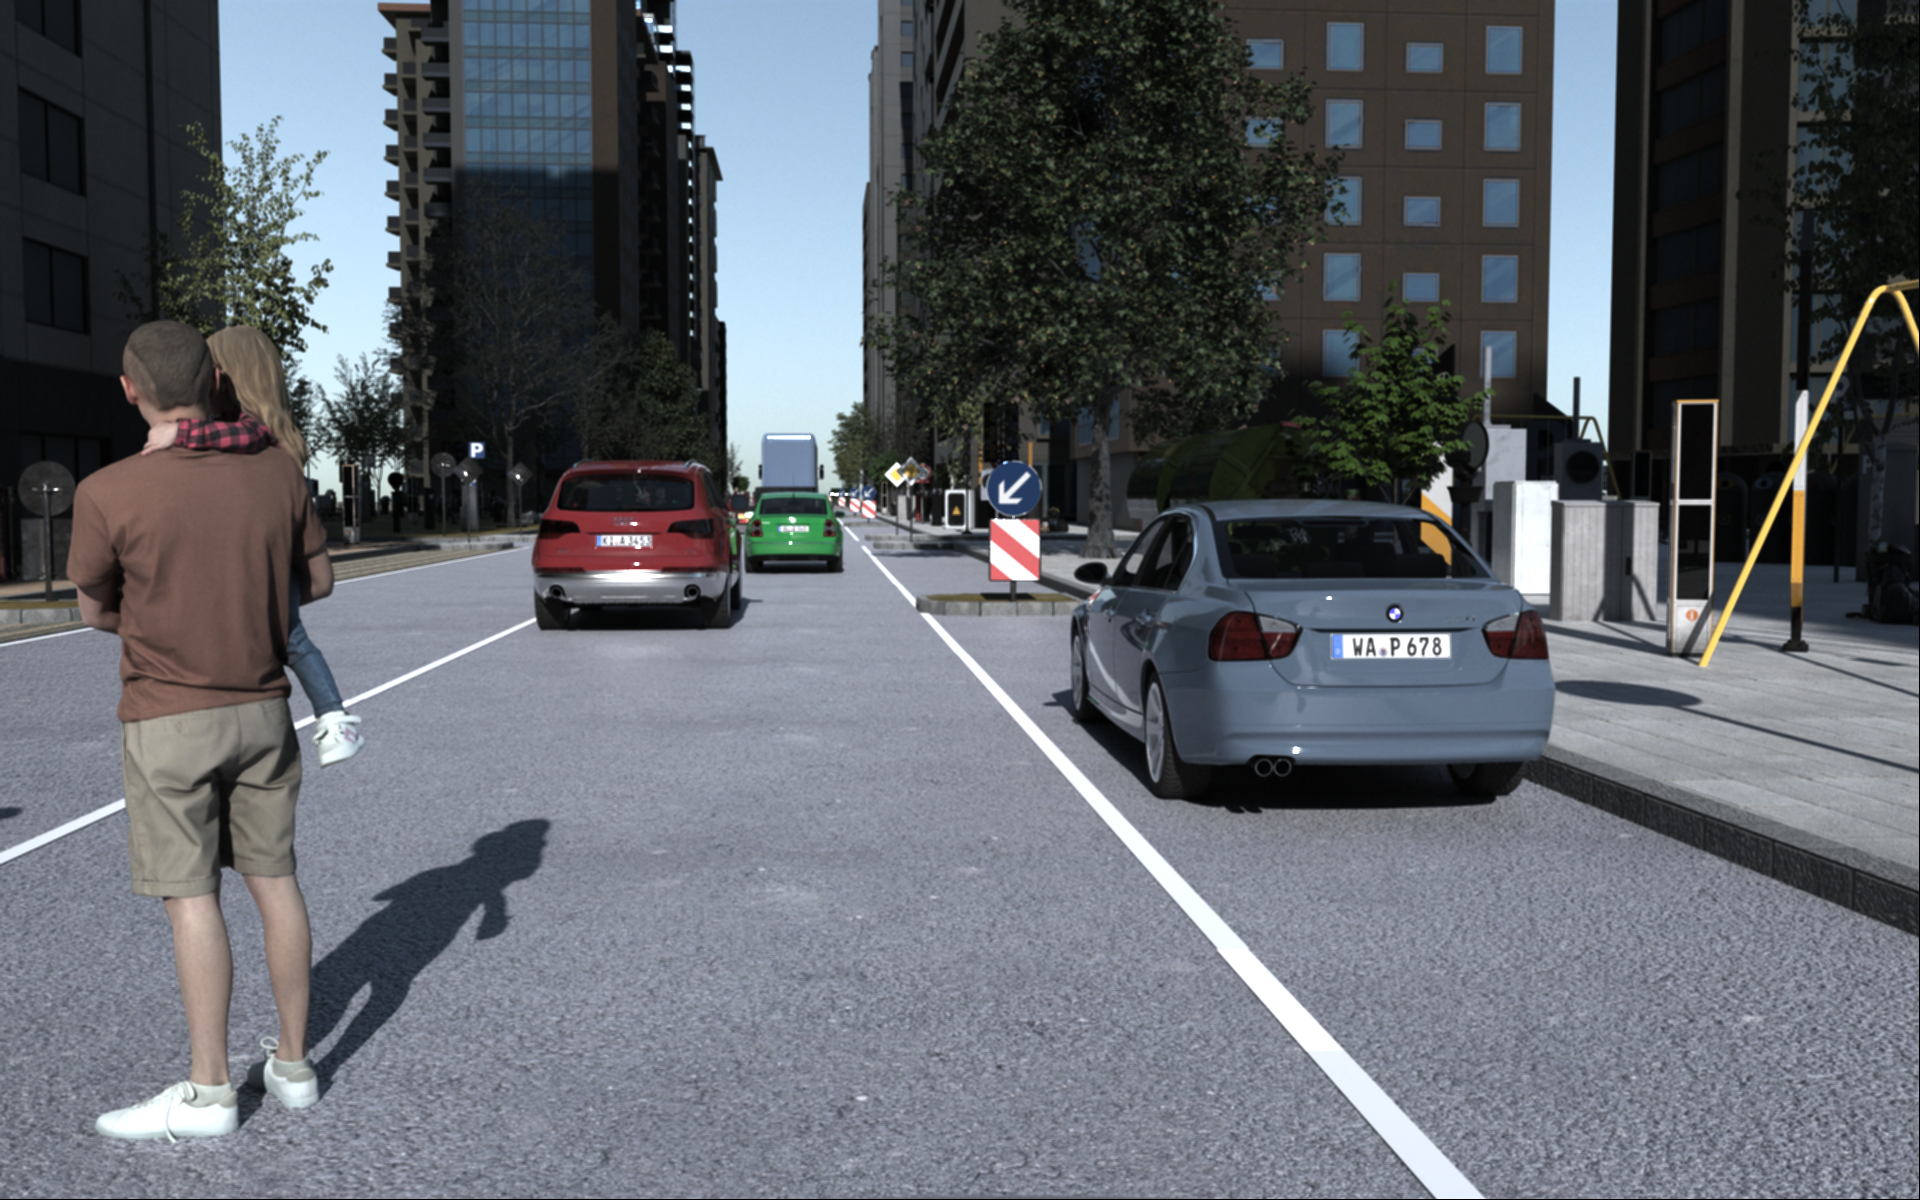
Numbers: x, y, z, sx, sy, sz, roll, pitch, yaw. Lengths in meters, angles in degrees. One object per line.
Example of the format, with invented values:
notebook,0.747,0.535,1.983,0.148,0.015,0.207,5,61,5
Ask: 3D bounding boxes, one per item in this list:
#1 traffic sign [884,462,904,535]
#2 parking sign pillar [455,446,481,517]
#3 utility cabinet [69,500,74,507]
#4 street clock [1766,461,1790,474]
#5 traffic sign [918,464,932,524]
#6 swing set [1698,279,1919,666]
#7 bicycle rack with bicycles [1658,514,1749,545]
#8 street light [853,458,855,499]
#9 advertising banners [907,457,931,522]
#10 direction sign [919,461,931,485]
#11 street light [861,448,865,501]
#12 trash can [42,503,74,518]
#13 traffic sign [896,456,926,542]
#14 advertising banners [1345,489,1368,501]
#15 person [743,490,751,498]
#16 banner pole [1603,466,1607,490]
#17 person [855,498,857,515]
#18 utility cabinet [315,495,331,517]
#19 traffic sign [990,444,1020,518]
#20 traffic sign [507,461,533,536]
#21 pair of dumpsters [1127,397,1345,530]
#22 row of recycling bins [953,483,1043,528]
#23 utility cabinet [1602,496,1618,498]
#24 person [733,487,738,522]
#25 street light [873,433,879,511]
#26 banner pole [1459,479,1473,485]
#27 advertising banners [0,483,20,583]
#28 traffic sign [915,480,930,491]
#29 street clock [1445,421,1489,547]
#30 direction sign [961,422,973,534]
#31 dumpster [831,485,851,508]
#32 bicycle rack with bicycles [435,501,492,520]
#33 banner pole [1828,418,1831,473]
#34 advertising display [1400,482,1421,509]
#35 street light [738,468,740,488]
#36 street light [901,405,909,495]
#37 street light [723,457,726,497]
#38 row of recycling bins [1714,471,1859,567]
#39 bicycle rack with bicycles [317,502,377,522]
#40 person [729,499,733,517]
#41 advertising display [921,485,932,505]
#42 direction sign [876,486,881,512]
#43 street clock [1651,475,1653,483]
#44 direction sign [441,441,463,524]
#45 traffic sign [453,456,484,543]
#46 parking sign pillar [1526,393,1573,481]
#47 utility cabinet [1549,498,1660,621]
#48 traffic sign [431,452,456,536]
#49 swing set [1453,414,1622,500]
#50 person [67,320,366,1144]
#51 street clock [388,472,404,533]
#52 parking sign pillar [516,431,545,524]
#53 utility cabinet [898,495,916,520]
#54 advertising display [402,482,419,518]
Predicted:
traffic sign,-1.967,-3.082,54.025,0.795,2.450,0.064,0,4,-5
parking sign pillar,-27.405,-6.605,96.459,1.447,3.967,1.447,0,4,-2
utility cabinet,-15.144,-1.171,30.308,1.020,1.237,0.306,-1,4,-18
street clock,17.903,-2.040,37.928,0.358,2.002,0.471,-2,4,-34
traffic sign,-1.574,-4.516,73.949,0.768,2.556,0.104,0,4,-1
swing set,7.138,-0.851,11.530,2.862,2.851,3.119,0,4,-8
bicycle rack with bicycles,18.715,-1.836,43.400,2.852,0.926,2.925,-3,4,-37
street light,-12.556,-14.195,204.876,0.468,5.910,1.993,0,4,-5
advertising banners,-1.924,-5.172,80.752,0.090,3.025,2.074,-2,4,-32
direction sign,-2.399,-7.770,119.038,0.876,3.537,0.379,1,4,19
street light,-9.223,-11.763,165.104,0.468,5.910,1.993,0,4,-5
trash can,-14.613,-1.014,28.233,0.748,1.137,0.748,0,3,0
traffic sign,-1.300,-2.595,46.068,0.795,2.450,0.064,0,4,-5
advertising banners,8.658,-2.757,41.261,2.074,3.025,0.090,1,4,12
person,-22.322,-10.494,180.037,1.348,1.831,0.705,-2,4,-27
banner pole,49.776,-8.805,133.971,0.863,3.779,0.401,0,4,1
person,-7.012,-6.307,115.895,0.425,1.301,0.394,1,4,13
utility cabinet,-35.475,-5.219,96.486,0.306,1.237,1.020,1,4,19
traffic sign,1.131,-2.678,43.895,0.768,2.556,0.104,0,4,-4
traffic sign,-13.472,-3.024,53.086,0.795,2.450,0.064,0,4,-5
pair of dumpsters,3.036,-1.035,19.423,1.574,2.255,4.437,0,4,-5
row of recycling bins,1.388,-3.530,64.831,3.534,1.692,1.069,1,4,17
utility cabinet,25.796,-3.564,69.431,0.306,1.237,1.020,-3,5,-42
person,-11.808,-4.924,89.218,0.699,1.804,1.509,3,4,36
street light,-6.220,-9.534,128.661,0.468,5.910,1.993,0,4,-5
banner pole,16.370,-3.990,55.247,0.863,3.779,0.401,0,4,5
advertising banners,-13.896,-1.765,25.046,0.090,3.025,2.074,-1,4,-18
traffic sign,-1.861,-5.003,81.807,0.884,2.594,0.081,0,3,0
street clock,5.011,-0.773,17.201,0.471,2.002,0.358,-3,5,-40
direction sign,0.230,-3.861,55.129,0.379,3.537,0.876,1,4,12
dumpster,-11.403,-9.844,165.904,1.985,2.255,1.502,0,4,-4
bicycle rack with bicycles,-25.147,-4.467,86.414,2.925,0.926,2.852,0,4,6
banner pole,28.511,-4.089,56.869,0.401,3.779,0.863,2,4,31
advertising display,11.180,-2.254,42.065,0.974,1.923,0.123,2,4,28
street light,-32.067,-17.041,251.414,0.468,5.910,1.993,0,4,-5
street light,-2.871,-7.147,89.645,0.468,5.910,1.993,0,4,-5
street light,-28.891,-14.662,212.503,0.468,5.910,1.993,0,4,-5
row of recycling bins,15.337,-1.515,31.882,1.069,1.692,3.534,-2,4,-33
bicycle rack with bicycles,-28.894,-4.156,81.337,2.925,0.926,2.852,-2,4,-28
person,-8.699,-3.190,65.340,0.352,1.250,0.332,-3,4,-36
advertising display,-2.184,-6.841,117.065,0.974,1.923,0.123,-1,4,-14
direction sign,-5.948,-8.222,126.428,0.379,3.537,0.876,3,5,43
street clock,22.825,-3.254,57.766,0.471,2.002,0.358,1,4,14
direction sign,-21.826,-5.048,74.535,0.876,3.537,0.379,-1,4,-15
traffic sign,-12.806,-2.537,45.129,0.795,2.450,0.064,0,4,-5
parking sign pillar,15.610,-3.499,45.684,1.447,3.967,1.447,-3,4,-38
utility cabinet,6.546,-0.394,17.596,1.020,1.237,0.306,0,4,-6
traffic sign,-15.686,-3.211,52.600,0.768,2.556,0.104,0,4,-2
swing set,11.534,-2.256,34.513,3.119,2.851,2.862,-1,4,-22
person,-1.701,0.272,4.021,0.573,1.828,0.580,0,4,-6
street clock,-18.761,-3.246,57.646,0.471,2.002,0.358,0,4,0
parking sign pillar,-18.472,-5.287,74.908,1.447,3.967,1.447,-3,5,-44
utility cabinet,-2.602,-4.528,85.200,1.020,1.237,0.306,1,4,12
advertising display,-29.941,-5.452,94.352,0.123,1.923,0.974,3,5,40
